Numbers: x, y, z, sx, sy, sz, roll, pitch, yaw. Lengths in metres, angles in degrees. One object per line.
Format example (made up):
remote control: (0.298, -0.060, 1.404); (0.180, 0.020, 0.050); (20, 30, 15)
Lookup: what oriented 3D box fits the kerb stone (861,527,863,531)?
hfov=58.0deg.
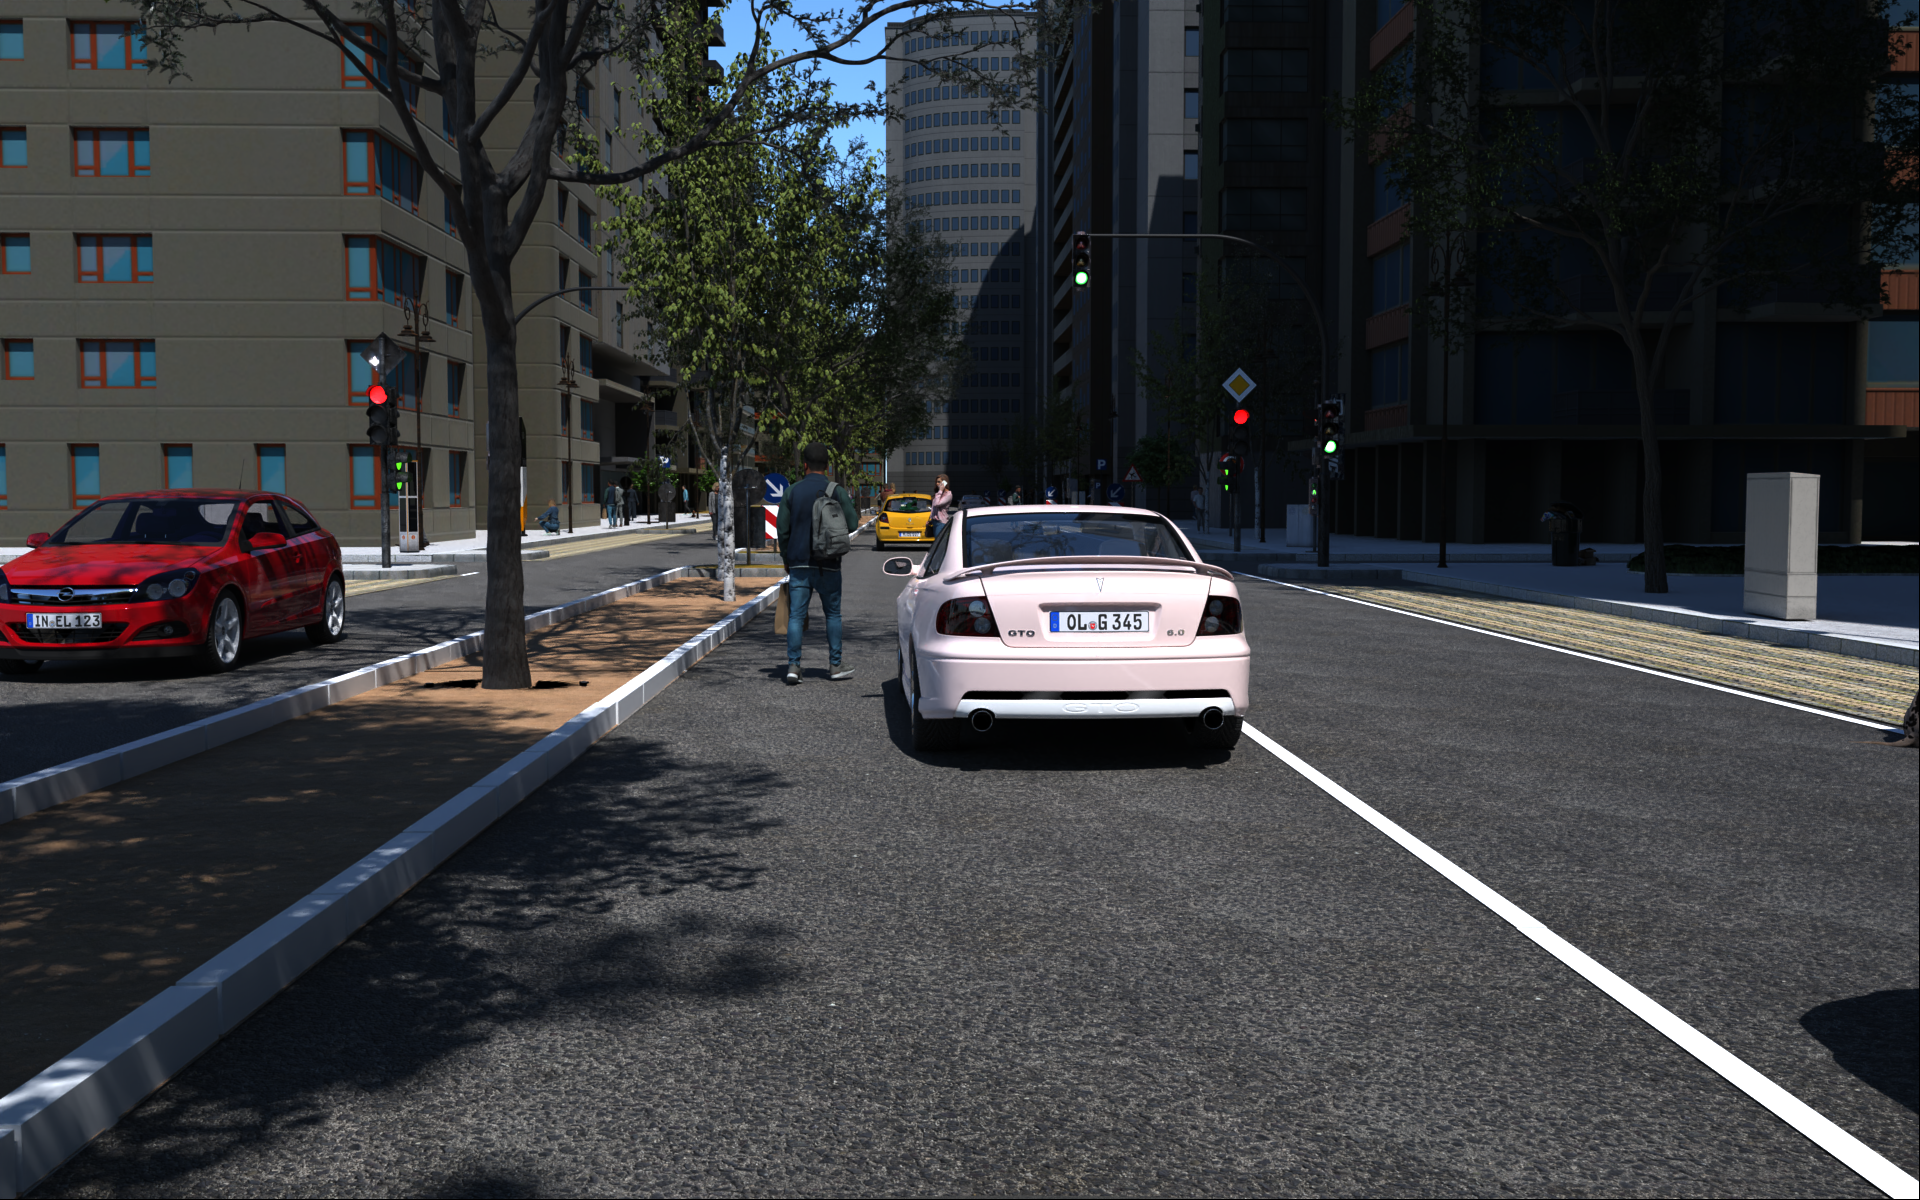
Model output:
kerb stone: (-3.688, -2.492, 62.943); (0.120, 0.150, 1.000); (0, 4, -2)

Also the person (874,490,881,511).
person: (-6.704, -8.177, 142.989); (0.721, 1.735, 1.217); (2, 4, 31)

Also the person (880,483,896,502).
person: (-2.473, -3.214, 61.020); (0.580, 1.828, 0.573); (-3, 5, -42)

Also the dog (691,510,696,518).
dog: (-14.694, -4.731, 95.086); (0.550, 0.427, 0.748); (2, 4, 32)

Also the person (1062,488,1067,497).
person: (7.467, -7.017, 121.479); (0.721, 1.736, 1.217); (2, 4, 34)

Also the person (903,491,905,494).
person: (-5.775, -10.197, 175.944); (0.721, 1.735, 1.217); (3, 4, 37)

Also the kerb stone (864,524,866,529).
kerb stone: (-3.796, -2.743, 67.036); (0.120, 0.150, 1.000); (0, 4, -2)

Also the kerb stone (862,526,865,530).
kerb stone: (-3.742, -2.615, 64.987); (0.120, 0.150, 1.000); (0, 4, -2)

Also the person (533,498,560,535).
person: (-12.809, -2.579, 53.706); (0.738, 1.151, 1.012); (2, 4, 23)

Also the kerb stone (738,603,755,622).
kerb stone: (-2.432, 0.171, 19.407); (0.120, 0.150, 1.000); (0, 4, -2)

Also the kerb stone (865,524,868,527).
kerb stone: (-3.862, -2.868, 69.079); (0.120, 0.150, 1.000); (0, 4, -2)

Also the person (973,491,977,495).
person: (1.443, -9.445, 163.444); (1.217, 1.766, 0.721); (1, 4, 18)

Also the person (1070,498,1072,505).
person: (6.701, -5.921, 103.034); (0.466, 1.800, 0.511); (-3, 4, -37)

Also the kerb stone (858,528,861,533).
kerb stone: (-3.599, -2.304, 59.864); (0.120, 0.150, 1.000); (0, 4, -2)

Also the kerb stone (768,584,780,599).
kerb stone: (-2.546, -0.080, 23.501); (0.120, 0.150, 1.000); (0, 4, -2)

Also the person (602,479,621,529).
person: (-12.948, -3.554, 64.129); (0.794, 1.824, 0.713); (-1, 4, -17)

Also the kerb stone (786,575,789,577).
kerb stone: (-2.639, -0.266, 26.566); (0.120, 0.150, 1.000); (0, 4, -2)

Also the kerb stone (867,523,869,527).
kerb stone: (-3.917, -2.988, 71.132); (0.120, 0.150, 1.000); (0, 4, -2)

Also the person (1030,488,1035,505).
person: (5.757, -8.140, 139.649); (0.721, 1.766, 1.217); (0, 4, 0)

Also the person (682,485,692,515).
person: (-16.543, -6.043, 104.862); (0.620, 1.820, 0.660); (-1, 4, -21)

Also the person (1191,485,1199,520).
person: (11.596, -4.800, 85.191); (0.731, 1.740, 0.598); (2, 4, 34)

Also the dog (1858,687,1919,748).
dog: (5.510, 0.425, 9.882); (0.800, 0.831, 0.513); (1, 4, 19)

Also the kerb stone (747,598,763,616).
kerb stone: (-2.459, 0.112, 20.437); (0.120, 0.150, 1.000); (0, 4, -2)

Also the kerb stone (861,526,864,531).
kerb stone: (-3.715, -2.554, 63.965); (0.120, 0.150, 1.000); (0, 4, -2)

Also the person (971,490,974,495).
person: (1.260, -10.011, 172.191); (1.348, 1.823, 0.705); (3, 4, 39)

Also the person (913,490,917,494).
person: (-3.341, -7.666, 134.664); (0.721, 1.723, 1.217); (-1, 4, -13)

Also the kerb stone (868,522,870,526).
kerb stone: (-3.982, -3.119, 73.183); (0.120, 0.150, 1.000); (0, 4, -2)

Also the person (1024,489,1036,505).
person: (6.147, -8.844, 151.364); (1.217, 1.735, 0.721); (2, 4, 30)

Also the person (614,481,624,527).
person: (-13.486, -3.779, 68.015); (0.466, 1.800, 0.511); (3, 4, 37)

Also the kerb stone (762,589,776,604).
kerb stone: (-2.520, -0.014, 22.480); (0.120, 0.150, 1.000); (0, 4, -2)

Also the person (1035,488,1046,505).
person: (7.458, -9.288, 157.894); (1.348, 1.826, 0.705); (-2, 4, -24)

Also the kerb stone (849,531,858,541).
kerb stone: (-3.513, -2.115, 56.796); (0.120, 0.150, 1.000); (0, 4, -2)

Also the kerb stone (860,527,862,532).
kerb stone: (-3.658, -2.425, 61.920); (0.120, 0.150, 1.000); (0, 4, -2)

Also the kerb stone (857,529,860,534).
kerb stone: (-3.565, -2.239, 58.843); (0.120, 0.150, 1.000); (0, 4, -2)

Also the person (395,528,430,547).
person: (-13.110, -2.150, 41.476); (0.678, 1.792, 0.850); (3, 4, 38)

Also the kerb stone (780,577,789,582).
kerb stone: (-2.606, -0.205, 25.545); (0.120, 0.150, 1.000); (0, 4, -2)

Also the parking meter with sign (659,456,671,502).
parking meter with sign: (-13.496, -5.097, 79.599); (0.543, 3.016, 1.738); (0, 4, -3)

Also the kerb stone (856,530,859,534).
kerb stone: (-3.539, -2.172, 57.821); (0.120, 0.150, 1.000); (0, 4, -2)

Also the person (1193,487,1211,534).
person: (7.858, -2.920, 56.373); (0.523, 1.515, 0.503); (3, 4, 38)

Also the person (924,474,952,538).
person: (-0.245, -1.143, 27.780); (0.643, 1.750, 0.593); (-1, 4, -19)

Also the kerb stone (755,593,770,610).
kerb stone: (-2.483, 0.049, 21.459); (0.120, 0.150, 1.000); (0, 4, -2)

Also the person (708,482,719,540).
person: (-7.482, -2.750, 53.644); (0.709, 1.800, 0.728); (-2, 4, -30)

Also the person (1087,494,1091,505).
person: (8.930, -6.624, 117.527); (0.628, 1.438, 0.799); (1, 4, 11)

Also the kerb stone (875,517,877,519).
kerb stone: (-4.405, -3.997, 87.539); (0.120, 0.150, 1.000); (0, 4, -2)

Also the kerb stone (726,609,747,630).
kerb stone: (-2.394, 0.234, 18.379); (0.120, 0.150, 1.000); (0, 4, -2)

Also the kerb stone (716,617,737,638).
kerb stone: (-2.369, 0.302, 17.348); (0.120, 0.150, 1.000); (0, 4, -2)

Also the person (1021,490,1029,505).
person: (6.517, -10.055, 171.260); (1.217, 1.723, 0.721); (2, 4, 31)

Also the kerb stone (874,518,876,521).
kerb stone: (-4.309, -3.809, 84.465); (0.120, 0.150, 1.000); (0, 4, -2)

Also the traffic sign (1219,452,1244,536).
traffic sign: (8.201, -3.198, 52.387); (0.768, 2.556, 0.104); (0, 4, 5)

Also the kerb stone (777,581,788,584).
kerb stone: (-2.573, -0.135, 24.523); (0.120, 0.150, 1.000); (0, 4, -2)

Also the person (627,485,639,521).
person: (-15.596, -4.642, 82.364); (0.576, 1.772, 0.534); (-1, 4, -23)

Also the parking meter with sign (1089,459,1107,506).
parking meter with sign: (6.864, -5.547, 86.952); (0.543, 3.016, 1.738); (-1, 4, -11)

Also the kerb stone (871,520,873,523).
kerb stone: (-4.132, -3.430, 78.302); (0.120, 0.150, 1.000); (0, 4, -2)

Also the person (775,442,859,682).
person: (-1.143, -0.287, 13.170); (0.794, 1.824, 0.713); (1, 4, 22)

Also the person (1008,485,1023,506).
person: (2.306, -3.779, 70.627); (0.721, 1.781, 0.623); (0, 3, 0)

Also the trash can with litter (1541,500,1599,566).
trash can with litter: (10.946, -1.201, 31.018); (1.055, 1.170, 0.624); (-3, 4, -37)
